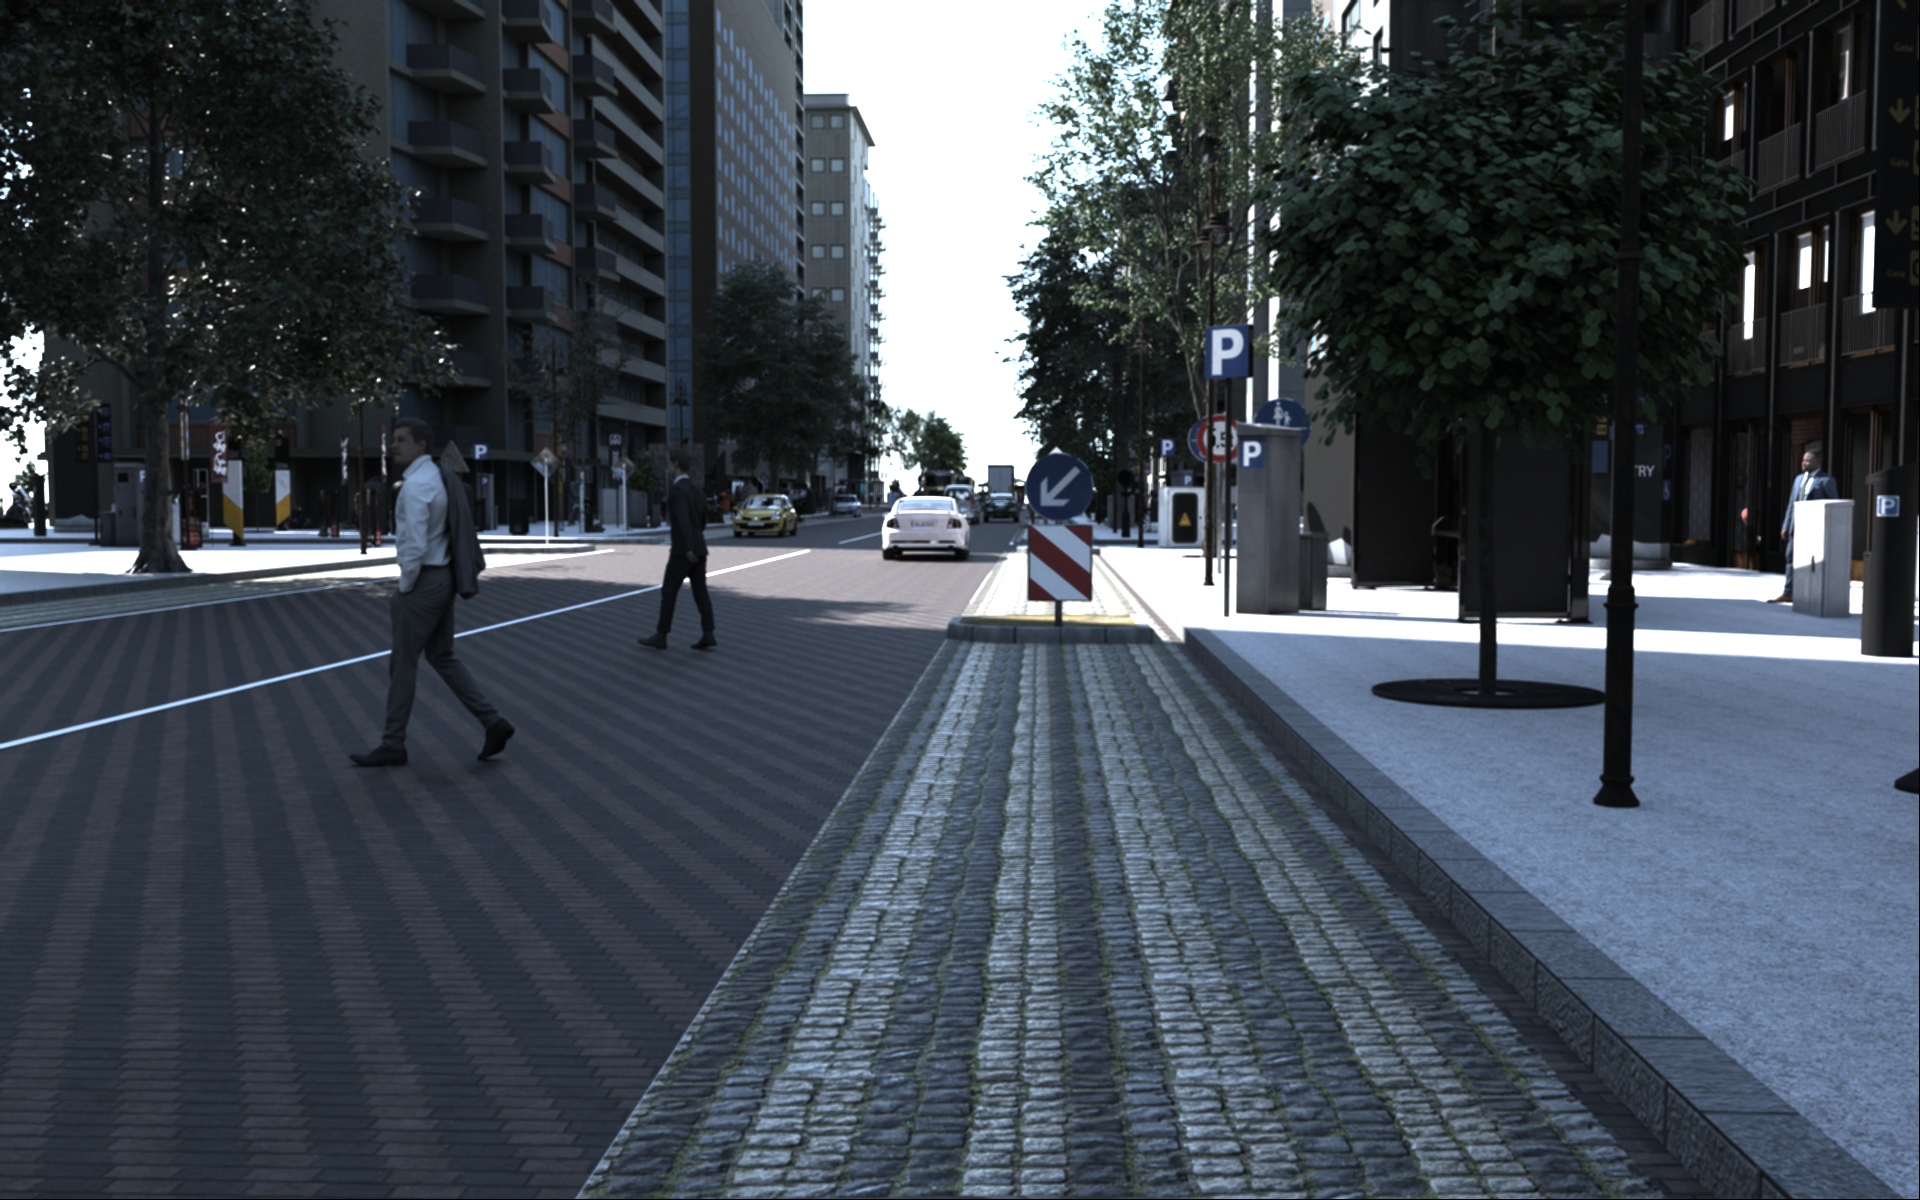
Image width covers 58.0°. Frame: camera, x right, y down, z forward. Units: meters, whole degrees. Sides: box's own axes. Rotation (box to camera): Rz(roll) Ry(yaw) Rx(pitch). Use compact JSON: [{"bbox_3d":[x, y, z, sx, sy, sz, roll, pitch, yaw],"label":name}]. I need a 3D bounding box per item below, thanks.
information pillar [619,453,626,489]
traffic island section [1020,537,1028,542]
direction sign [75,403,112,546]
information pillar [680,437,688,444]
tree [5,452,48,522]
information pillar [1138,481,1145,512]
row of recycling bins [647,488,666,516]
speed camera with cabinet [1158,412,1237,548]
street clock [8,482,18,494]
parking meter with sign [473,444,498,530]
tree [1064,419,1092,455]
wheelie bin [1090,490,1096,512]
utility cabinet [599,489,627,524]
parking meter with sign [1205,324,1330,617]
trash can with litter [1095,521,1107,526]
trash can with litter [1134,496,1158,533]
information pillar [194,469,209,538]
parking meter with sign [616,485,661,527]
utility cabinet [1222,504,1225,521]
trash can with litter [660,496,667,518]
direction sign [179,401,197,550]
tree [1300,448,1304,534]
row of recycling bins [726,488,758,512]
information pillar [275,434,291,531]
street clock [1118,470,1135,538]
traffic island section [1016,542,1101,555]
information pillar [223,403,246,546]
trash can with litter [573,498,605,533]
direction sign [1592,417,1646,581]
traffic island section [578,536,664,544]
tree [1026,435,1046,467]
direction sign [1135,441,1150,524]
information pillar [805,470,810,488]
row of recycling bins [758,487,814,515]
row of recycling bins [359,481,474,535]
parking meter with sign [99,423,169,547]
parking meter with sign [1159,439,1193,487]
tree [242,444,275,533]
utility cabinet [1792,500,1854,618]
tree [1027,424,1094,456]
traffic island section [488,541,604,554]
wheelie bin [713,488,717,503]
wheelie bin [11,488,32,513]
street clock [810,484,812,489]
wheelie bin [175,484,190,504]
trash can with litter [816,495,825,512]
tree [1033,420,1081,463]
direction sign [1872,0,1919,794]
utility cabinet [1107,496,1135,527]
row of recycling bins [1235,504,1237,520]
[{"bbox_3d":[-18.235,-6.279,94.018,0.504,3.616,0.183,-2,4,-24],"label":"information pillar"},{"bbox_3d":[2.767,-1.707,50.193,2.009,0.180,2.903,0,4,3],"label":"traffic island section"},{"bbox_3d":[-21.594,-3.133,43.218,0.876,3.537,0.379,0,4,-1],"label":"direction sign"},{"bbox_3d":[-11.257,-4.839,70.479,0.504,3.616,0.183,1,4,11],"label":"information pillar"},{"bbox_3d":[-42.862,-5.224,80.021,1.663,3.219,1.824,0,3,0],"label":"tree"},{"bbox_3d":[10.167,-5.651,96.877,0.304,2.012,0.304,-1,4,-14],"label":"information pillar"},{"bbox_3d":[-18.063,-5.757,101.235,1.069,1.692,3.534,-2,4,-29],"label":"row of recycling bins"},{"bbox_3d":[5.771,-2.867,41.219,2.038,3.252,0.660,-1,4,-16],"label":"speed camera with cabinet"},{"bbox_3d":[-55.200,-5.897,100.989,0.471,2.002,0.358,-3,5,-43],"label":"street clock"},{"bbox_3d":[-16.743,-3.975,61.250,0.543,3.016,1.738,0,4,-4],"label":"parking meter with sign"},{"bbox_3d":[10.649,-13.035,163.476,4.737,8.622,4.395,0,3,0],"label":"tree"},{"bbox_3d":[9.422,-7.064,123.411,0.980,1.594,0.693,-1,4,-22],"label":"wheelie bin"},{"bbox_3d":[-14.789,-3.985,73.829,1.173,1.500,0.318,-3,5,-44],"label":"utility cabinet"},{"bbox_3d":[3.343,-1.366,18.590,0.543,3.016,1.738,3,5,43],"label":"parking meter with sign"},{"bbox_3d":[6.560,-3.556,69.198,1.678,1.210,2.233,-3,5,-44],"label":"trash can with litter"},{"bbox_3d":[6.941,-2.833,57.369,2.233,1.210,1.678,1,4,10],"label":"trash can with litter"},{"bbox_3d":[-22.262,-2.835,50.839,0.304,2.012,0.304,-3,5,-42],"label":"information pillar"},{"bbox_3d":[-12.553,-4.355,67.465,1.738,3.016,0.543,-2,4,-30],"label":"parking meter with sign"},{"bbox_3d":[12.070,-4.418,80.919,0.318,1.500,1.173,-3,4,-38],"label":"utility cabinet"},{"bbox_3d":[-15.157,-4.796,89.799,0.624,1.170,1.055,-2,4,-24],"label":"trash can with litter"},{"bbox_3d":[-17.651,-2.906,39.509,0.379,3.537,0.876,-2,4,-35],"label":"direction sign"},{"bbox_3d":[10.952,-3.626,53.895,1.663,3.219,1.824,0,3,0],"label":"tree"},{"bbox_3d":[-15.242,-7.158,124.139,3.534,1.692,1.069,0,4,-1],"label":"row of recycling bins"},{"bbox_3d":[-23.458,-4.195,59.951,0.504,3.616,0.183,0,4,-2],"label":"information pillar"},{"bbox_3d":[4.909,-2.852,51.199,0.471,2.002,0.358,3,4,38],"label":"street clock"},{"bbox_3d":[2.389,-1.219,42.217,2.009,0.180,2.903,0,4,3],"label":"traffic island section"},{"bbox_3d":[-17.889,-3.134,42.596,0.504,3.616,0.183,0,4,7],"label":"information pillar"},{"bbox_3d":[-12.315,-2.825,57.581,0.624,1.170,1.055,2,4,27],"label":"trash can with litter"},{"bbox_3d":[9.667,-2.054,25.574,0.876,3.537,0.379,0,4,1],"label":"direction sign"},{"bbox_3d":[-9.860,-1.744,50.794,2.009,0.180,2.903,0,4,3],"label":"traffic island section"},{"bbox_3d":[15.637,-22.253,274.209,12.009,13.543,11.850,0,3,0],"label":"tree"},{"bbox_3d":[7.787,-5.007,73.856,0.379,3.537,0.876,-3,4,-38],"label":"direction sign"},{"bbox_3d":[-10.544,-7.860,119.869,0.183,3.616,0.504,3,4,38],"label":"information pillar"},{"bbox_3d":[-10.702,-6.213,108.688,3.534,1.692,1.069,2,4,27],"label":"row of recycling bins"},{"bbox_3d":[-17.166,-2.919,54.837,3.534,1.692,1.069,-2,4,-34],"label":"row of recycling bins"},{"bbox_3d":[-20.041,-2.793,41.925,1.738,3.016,0.543,1,4,15],"label":"parking meter with sign"},{"bbox_3d":[6.923,-3.542,54.170,0.543,3.016,1.738,-2,4,-27],"label":"parking meter with sign"},{"bbox_3d":[-23.382,-3.863,57.766,1.663,3.219,1.824,0,3,0],"label":"tree"},{"bbox_3d":[9.141,-0.442,18.384,0.306,1.237,1.020,1,4,10],"label":"utility cabinet"},{"bbox_3d":[11.883,-15.797,192.685,8.767,10.594,7.601,-3,4,-38],"label":"tree"},{"bbox_3d":[-10.238,-1.256,42.818,2.009,0.180,2.903,0,4,3],"label":"traffic island section"},{"bbox_3d":[-15.896,-6.576,115.421,0.693,1.594,0.980,2,4,33],"label":"wheelie bin"},{"bbox_3d":[-59.820,-6.281,110.602,0.980,1.594,0.693,-1,4,-22],"label":"wheelie bin"},{"bbox_3d":[-10.605,-7.259,123.260,0.358,2.002,0.471,1,4,11],"label":"street clock"},{"bbox_3d":[-25.160,-2.968,56.435,0.693,1.594,0.980,-2,4,-34],"label":"wheelie bin"},{"bbox_3d":[-10.008,-6.749,121.410,1.678,1.210,2.233,1,4,12],"label":"trash can with litter"},{"bbox_3d":[14.430,-19.890,242.215,9.611,12.733,9.660,0,3,0],"label":"tree"},{"bbox_3d":[4.256,-0.941,7.385,0.876,3.537,0.379,-1,4,-14],"label":"direction sign"},{"bbox_3d":[6.248,-3.425,67.155,1.020,1.237,0.306,0,4,-5],"label":"utility cabinet"},{"bbox_3d":[14.102,-4.733,84.501,1.069,1.692,3.534,0,4,-2],"label":"row of recycling bins"}]
